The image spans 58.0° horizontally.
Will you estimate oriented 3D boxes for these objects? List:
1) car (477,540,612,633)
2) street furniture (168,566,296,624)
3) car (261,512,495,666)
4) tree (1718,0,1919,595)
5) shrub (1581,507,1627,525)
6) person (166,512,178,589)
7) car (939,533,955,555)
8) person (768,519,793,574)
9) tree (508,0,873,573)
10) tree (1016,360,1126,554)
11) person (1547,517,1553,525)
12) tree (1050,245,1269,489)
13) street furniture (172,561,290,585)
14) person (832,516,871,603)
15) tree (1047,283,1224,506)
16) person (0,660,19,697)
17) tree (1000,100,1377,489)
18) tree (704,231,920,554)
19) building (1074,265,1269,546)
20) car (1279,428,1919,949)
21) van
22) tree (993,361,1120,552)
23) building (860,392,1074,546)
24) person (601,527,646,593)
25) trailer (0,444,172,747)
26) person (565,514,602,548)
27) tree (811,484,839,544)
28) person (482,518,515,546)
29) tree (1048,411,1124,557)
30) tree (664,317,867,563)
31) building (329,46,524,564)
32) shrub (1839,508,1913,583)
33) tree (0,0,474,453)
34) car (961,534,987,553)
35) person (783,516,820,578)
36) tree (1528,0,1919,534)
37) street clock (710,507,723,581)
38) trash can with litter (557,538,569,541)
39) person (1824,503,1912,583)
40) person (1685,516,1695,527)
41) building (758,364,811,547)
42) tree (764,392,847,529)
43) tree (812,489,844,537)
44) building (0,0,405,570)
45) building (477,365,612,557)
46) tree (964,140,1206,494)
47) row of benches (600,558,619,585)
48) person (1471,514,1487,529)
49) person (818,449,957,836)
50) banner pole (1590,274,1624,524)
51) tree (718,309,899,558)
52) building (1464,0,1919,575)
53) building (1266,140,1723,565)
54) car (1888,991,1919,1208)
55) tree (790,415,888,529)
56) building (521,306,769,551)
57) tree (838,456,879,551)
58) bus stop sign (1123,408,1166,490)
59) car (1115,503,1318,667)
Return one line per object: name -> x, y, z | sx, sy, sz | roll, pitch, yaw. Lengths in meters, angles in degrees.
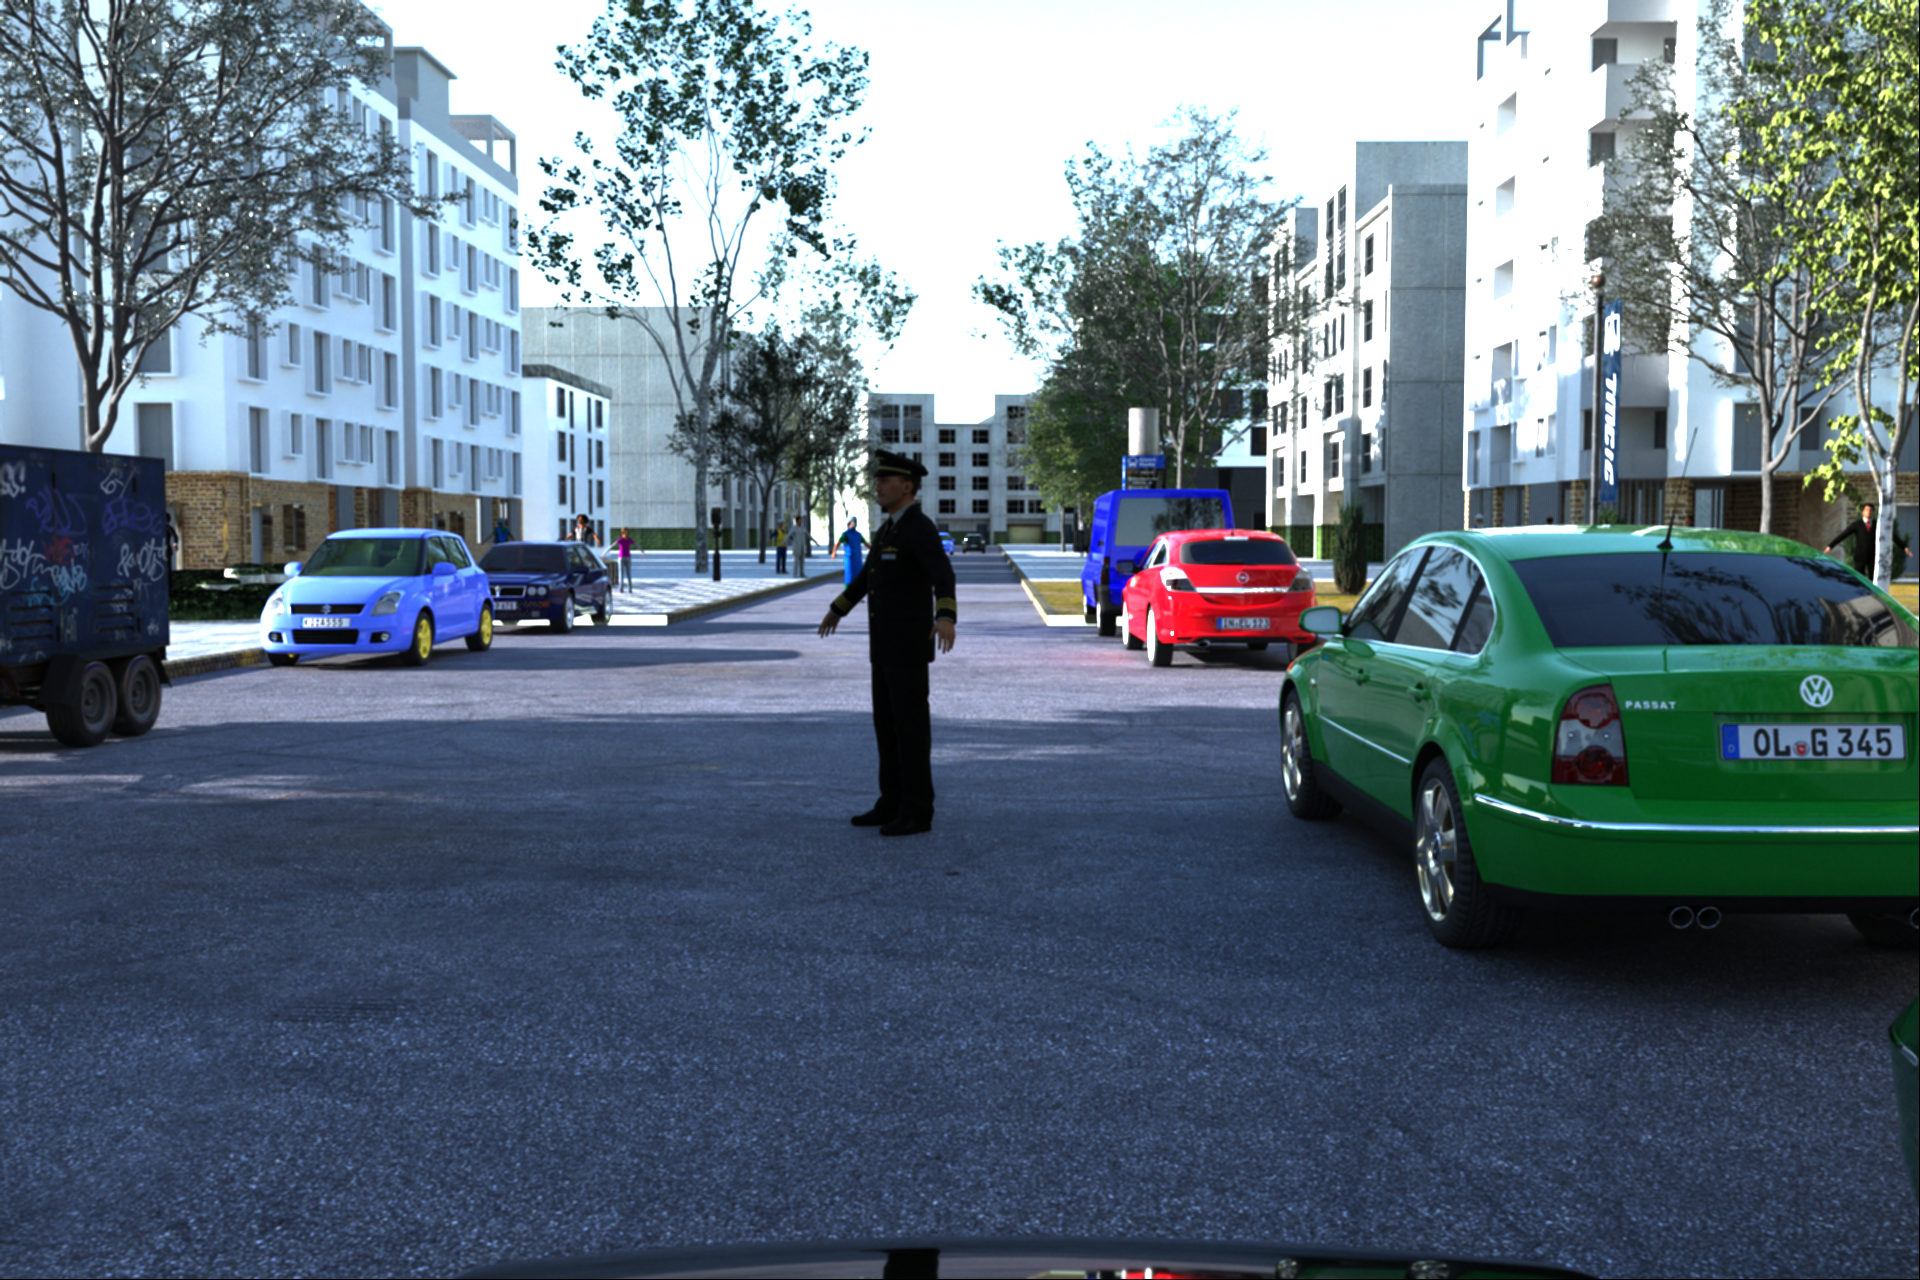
car -> -6.460, -0.834, 26.223 | 1.945, 1.354, 3.894 | 0, 4, 1
street furniture -> -12.243, -0.877, 29.967 | 5.734, 0.657, 10.072 | 1, 4, 11
car -> -6.636, -0.632, 19.933 | 1.945, 1.707, 3.694 | 0, 4, 1
tree -> 9.239, -4.061, 16.766 | 4.737, 8.622, 4.395 | 0, 3, 0
shrub -> 17.008, -2.516, 45.564 | 1.690, 2.028, 1.600 | 0, 3, 0
person -> -16.630, -1.795, 36.064 | 1.216, 1.740, 0.721 | 2, 4, 34
car -> -1.293, -6.717, 119.410 | 1.945, 1.707, 3.694 | 0, 4, 1
person -> -5.718, -3.023, 55.891 | 1.216, 1.772, 0.721 | -3, 5, -44
tree -> -8.897, -12.368, 58.101 | 12.611, 20.169, 13.585 | 0, 3, 0
tree -> 7.337, -11.779, 110.711 | 7.486, 12.596, 7.792 | 0, 3, 0
person -> 17.619, -2.781, 51.748 | 1.348, 1.796, 0.705 | 2, 4, 35
tree -> 6.965, -8.236, 60.411 | 9.928, 11.665, 9.643 | 0, 3, 0
street furniture -> -16.236, -1.689, 43.242 | 5.734, 0.657, 10.072 | 2, 4, 25
person -> -2.213, -1.683, 36.109 | 0.704, 1.817, 1.347 | 3, 5, 43
tree -> 7.348, -9.444, 72.532 | 7.486, 12.596, 7.792 | 0, 3, 0
person -> -3.772, 0.184, 5.573 | 1.348, 1.813, 0.705 | 0, 4, -5
tree -> 6.329, -8.447, 48.485 | 12.009, 13.543, 11.850 | 0, 3, 0
tree -> -9.214, -15.508, 109.446 | 12.611, 20.169, 13.585 | 0, 3, 0
building -> 23.558, -18.583, 147.806 | 27.936, 21.610, 32.646 | 0, 4, 1
car -> 2.540, 0.088, 7.356 | 1.959, 1.807, 4.718 | 0, 4, 0
van -> 2.888, -1.315, 25.889 | 2.240, 2.365, 5.245 | 0, 4, 0
tree -> 7.211, -12.960, 122.271 | 12.009, 13.543, 11.850 | 0, 3, 0
building -> 3.256, -21.741, 224.387 | 31.486, 18.905, 16.747 | 0, 4, -6
person -> -7.279, -1.729, 37.542 | 0.991, 1.433, 0.599 | -2, 4, -27
trailer -> -6.530, -0.257, 11.244 | 1.471, 1.999, 3.904 | 0, 4, 1
person -> -10.405, -2.540, 47.670 | 1.345, 1.843, 0.704 | 1, 4, 20
tree -> -17.895, -16.801, 225.063 | 4.737, 8.622, 4.395 | 0, 3, 0
person -> -15.196, -3.127, 57.252 | 0.704, 1.817, 1.347 | 3, 4, 38
tree -> 7.156, -9.026, 97.943 | 4.737, 8.622, 4.395 | 0, 3, 0
tree -> -8.550, -8.600, 75.027 | 8.767, 10.594, 7.601 | -1, 4, -21
building -> -25.862, -12.985, 68.721 | 16.016, 20.090, 11.380 | 0, 4, 1
shrub -> 23.512, -2.451, 44.499 | 1.690, 2.028, 1.600 | 0, 3, 0
tree -> -12.412, -6.999, 24.798 | 12.009, 13.543, 11.850 | 0, 3, 0
car -> 1.041, -7.330, 129.635 | 2.009, 1.686, 4.222 | 0, 4, 1
person -> -4.701, -2.730, 50.815 | 1.347, 1.806, 0.705 | -3, 5, -44
tree -> 16.598, -7.627, 35.065 | 12.009, 13.543, 11.850 | 0, 3, 0
street clock -> -6.622, -2.602, 47.107 | 0.358, 2.002, 0.471 | 0, 3, 0
trash can with litter -> -7.115, -1.273, 31.867 | 1.678, 1.210, 2.233 | 0, 4, 2
person -> 15.410, -1.422, 29.430 | 1.347, 1.806, 0.705 | 1, 4, 21
person -> 20.472, -2.597, 48.682 | 0.704, 1.802, 1.346 | 1, 4, 20
building -> -26.183, -19.459, 184.607 | 16.747, 18.905, 31.486 | 0, 4, 2
tree -> -8.181, -8.171, 83.953 | 4.360, 8.622, 3.978 | 0, 3, 0
tree -> -16.395, -16.423, 218.873 | 4.360, 8.622, 3.978 | 0, 3, 0
building -> -25.982, -11.943, 51.685 | 16.016, 20.090, 11.380 | 0, 4, 1
building -> -24.604, -9.651, 99.946 | 9.099, 9.664, 28.070 | 0, 4, 1
tree -> 6.131, -14.099, 86.404 | 12.611, 20.169, 13.585 | 0, 3, 0
row of benches -> -8.946, -1.684, 42.992 | 1.422, 0.672, 4.104 | 0, 4, -6
person -> 14.609, -2.628, 48.825 | 1.347, 1.847, 0.705 | 0, 4, -7
person -> -0.315, 0.000, 8.388 | 0.705, 1.837, 1.347 | -2, 4, -29
banner pole -> 6.159, -1.625, 16.579 | 0.401, 3.779, 0.863 | 0, 4, 1
tree -> -8.129, -11.244, 94.210 | 12.009, 13.543, 11.850 | 0, 3, 0
building -> 23.962, -12.630, 62.918 | 16.016, 20.090, 11.380 | 0, 4, 1
building -> 26.264, -13.459, 86.520 | 16.747, 18.905, 31.486 | 0, 4, 1
car -> 2.519, 0.656, 1.066 | 2.131, 1.459, 4.920 | 0, 3, 0
tree -> -8.166, -11.725, 126.110 | 8.767, 10.594, 7.601 | -1, 4, -23
building -> -26.924, -17.359, 150.272 | 16.747, 18.905, 31.486 | 0, 4, 1
tree -> -6.821, -11.249, 134.287 | 4.360, 8.622, 3.978 | 0, 3, 0
bus stop sign -> 3.866, -2.903, 36.472 | 0.837, 3.901, 0.837 | 0, 4, 2
car -> 2.933, -0.681, 20.171 | 2.155, 1.783, 4.494 | 0, 4, 0
